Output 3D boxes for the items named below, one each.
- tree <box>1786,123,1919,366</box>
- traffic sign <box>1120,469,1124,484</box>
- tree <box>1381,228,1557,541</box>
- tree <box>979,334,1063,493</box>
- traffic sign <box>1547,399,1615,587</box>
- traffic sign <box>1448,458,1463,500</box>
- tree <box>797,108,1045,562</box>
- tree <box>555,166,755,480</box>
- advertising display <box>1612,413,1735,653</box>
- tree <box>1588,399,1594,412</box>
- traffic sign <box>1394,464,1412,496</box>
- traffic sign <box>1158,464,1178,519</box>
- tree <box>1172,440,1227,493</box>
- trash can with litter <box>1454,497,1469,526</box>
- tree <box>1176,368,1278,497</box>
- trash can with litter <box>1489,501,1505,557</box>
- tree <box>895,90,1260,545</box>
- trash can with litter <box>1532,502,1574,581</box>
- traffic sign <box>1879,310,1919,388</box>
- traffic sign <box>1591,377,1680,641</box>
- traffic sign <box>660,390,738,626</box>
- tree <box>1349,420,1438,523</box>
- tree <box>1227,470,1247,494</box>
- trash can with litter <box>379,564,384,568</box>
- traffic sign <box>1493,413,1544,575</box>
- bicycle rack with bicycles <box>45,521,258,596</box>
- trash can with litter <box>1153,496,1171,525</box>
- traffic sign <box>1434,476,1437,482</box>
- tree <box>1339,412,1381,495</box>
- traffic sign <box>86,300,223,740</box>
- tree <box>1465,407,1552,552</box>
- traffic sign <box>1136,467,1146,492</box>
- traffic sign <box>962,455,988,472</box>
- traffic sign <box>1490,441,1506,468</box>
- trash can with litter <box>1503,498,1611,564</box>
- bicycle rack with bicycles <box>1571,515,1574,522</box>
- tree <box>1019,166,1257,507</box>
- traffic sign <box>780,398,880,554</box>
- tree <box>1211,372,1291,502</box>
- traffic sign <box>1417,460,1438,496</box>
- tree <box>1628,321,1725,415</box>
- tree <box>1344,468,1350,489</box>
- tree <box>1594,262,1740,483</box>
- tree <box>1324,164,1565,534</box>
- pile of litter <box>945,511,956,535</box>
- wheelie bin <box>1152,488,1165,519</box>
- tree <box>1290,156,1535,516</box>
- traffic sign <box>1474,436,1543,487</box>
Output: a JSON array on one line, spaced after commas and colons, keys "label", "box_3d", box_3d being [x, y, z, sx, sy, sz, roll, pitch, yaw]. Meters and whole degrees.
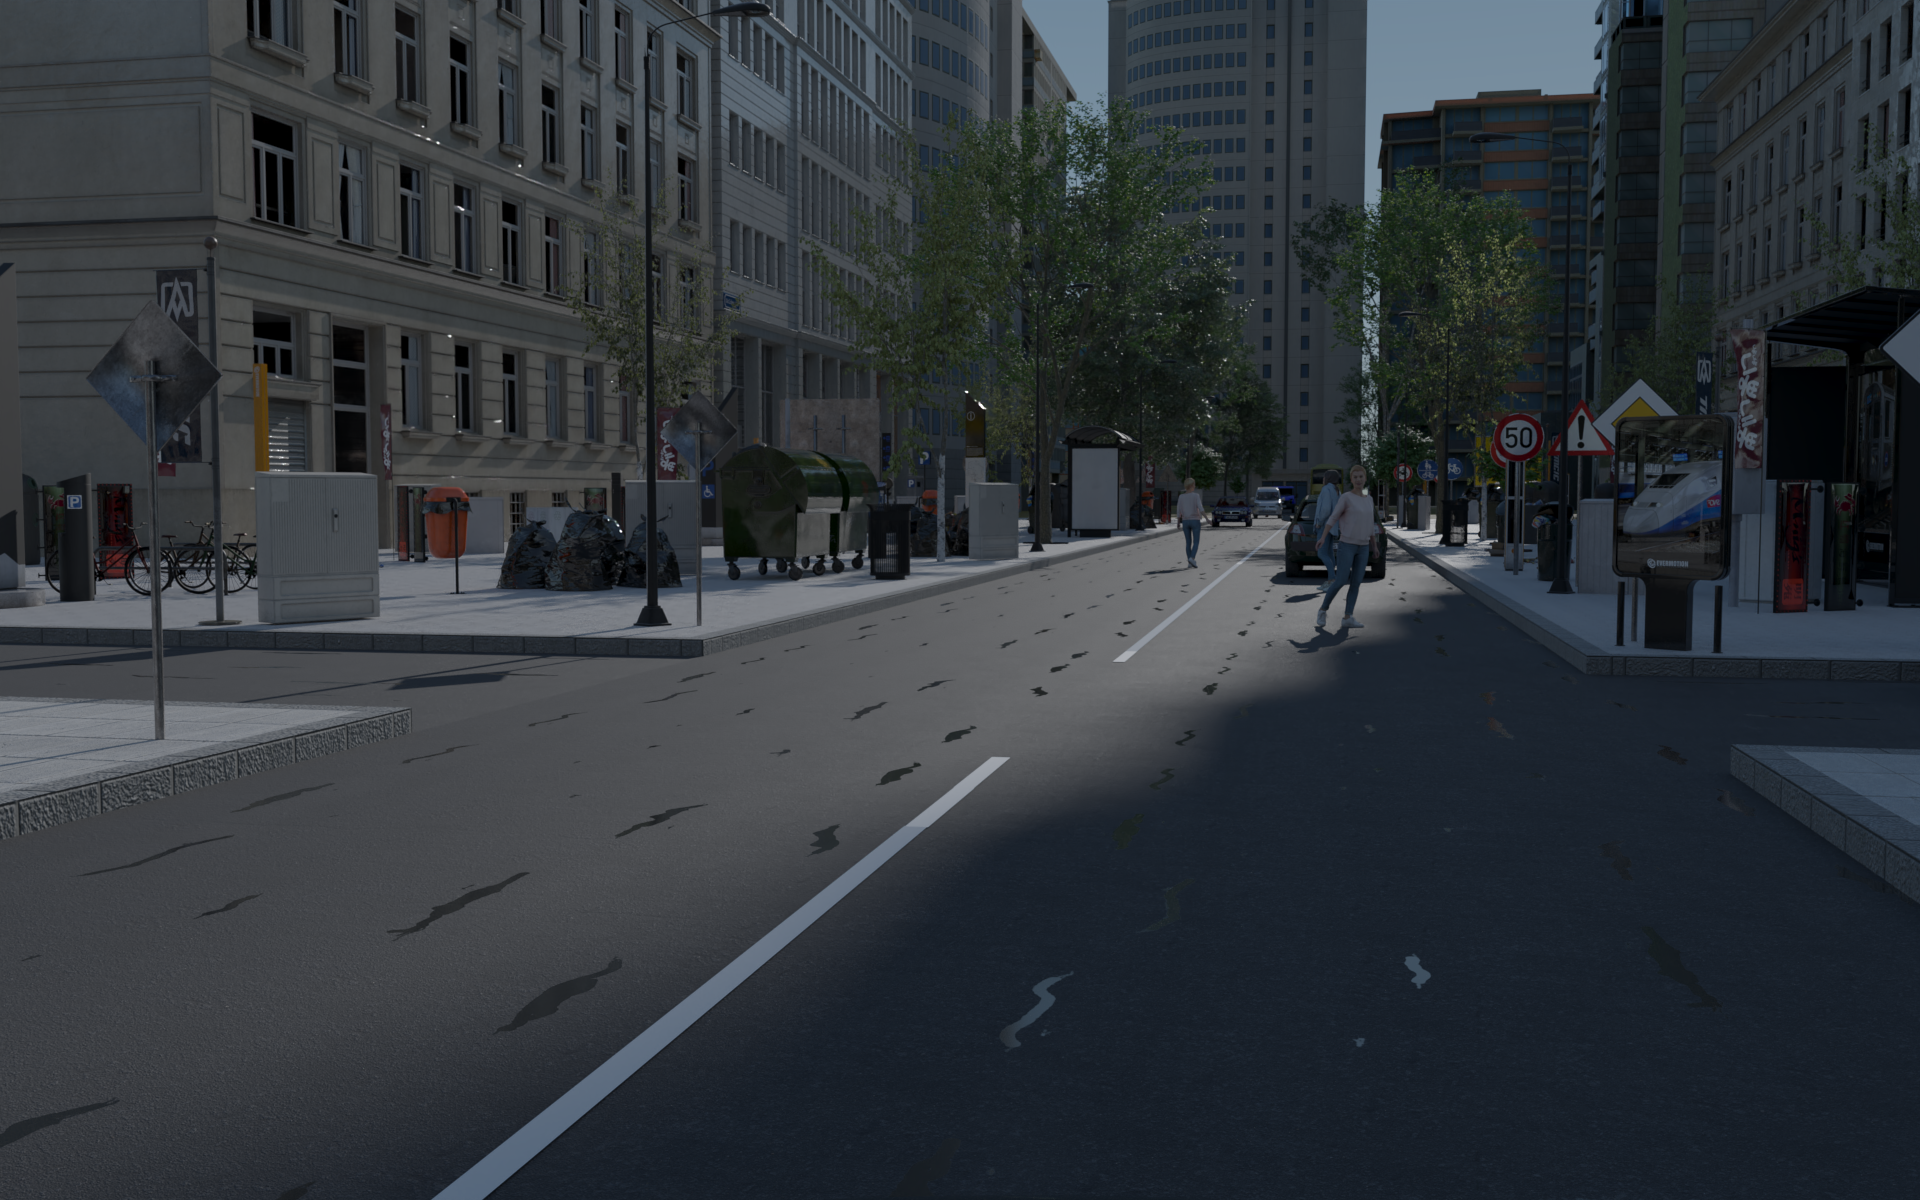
[{"label": "tree", "box_3d": [18.358, -5.073, 33.300, 4.737, 8.622, 4.395, 0, 3, 0]}, {"label": "traffic sign", "box_3d": [7.985, -5.304, 86.833, 0.768, 2.556, 0.104, 1, 4, 16]}, {"label": "tree", "box_3d": [14.178, -5.937, 47.427, 4.360, 8.622, 3.978, 0, 3, 0]}, {"label": "tree", "box_3d": [2.923, -7.768, 77.369, 4.360, 8.622, 3.978, 0, 3, 0]}, {"label": "traffic sign", "box_3d": [8.550, -1.462, 23.900, 0.884, 2.594, 0.081, 1, 4, 15]}, {"label": "traffic sign", "box_3d": [17.392, -3.744, 61.312, 0.768, 2.556, 0.104, 1, 4, 13]}, {"label": "tree", "box_3d": [-0.589, -5.033, 32.660, 4.737, 8.622, 4.395, 0, 3, 0]}, {"label": "tree", "box_3d": [-7.141, -5.468, 39.772, 4.360, 8.622, 3.978, 0, 3, 0]}, {"label": "advertising display", "box_3d": [5.846, -0.552, 14.245, 0.123, 1.923, 0.974, -3, 4, -39]}, {"label": "tree", "box_3d": [30.870, -7.834, 78.442, 4.737, 8.622, 4.395, 0, 3, 0]}, {"label": "traffic sign", "box_3d": [18.557, -4.433, 72.591, 0.768, 2.556, 0.104, 1, 4, 16]}, {"label": "traffic sign", "box_3d": [8.965, -4.573, 74.774, 0.884, 2.594, 0.081, 1, 4, 17]}, {"label": "tree", "box_3d": [14.574, -7.412, 104.893, 4.285, 4.588, 4.351, 0, 3, 0]}, {"label": "trash can with litter", "box_3d": [19.920, -3.541, 69.289, 0.624, 1.170, 1.055, 0, 4, -8]}, {"label": "tree", "box_3d": [18.380, -11.414, 121.031, 8.767, 10.594, 7.601, 2, 4, 35]}, {"label": "trash can with litter", "box_3d": [11.317, -1.489, 35.736, 0.624, 1.170, 1.055, 2, 4, 33]}, {"label": "tree", "box_3d": [2.353, -7.251, 44.303, 9.928, 11.665, 9.643, 0, 3, 0]}, {"label": "trash can with litter", "box_3d": [8.766, -0.880, 25.781, 0.624, 1.170, 1.055, 1, 4, 10]}, {"label": "traffic sign", "box_3d": [4.225, -0.218, 7.213, 0.795, 2.450, 0.064, 1, 4, 12]}, {"label": "traffic sign", "box_3d": [5.870, -0.696, 15.028, 0.795, 2.450, 0.064, 1, 4, 12]}, {"label": "traffic sign", "box_3d": [-2.537, -0.805, 16.811, 0.795, 2.450, 0.064, 1, 4, 12]}, {"label": "tree", "box_3d": [19.430, -5.646, 76.021, 4.285, 4.588, 4.351, 0, 3, 0]}, {"label": "tree", "box_3d": [22.613, -8.925, 140.531, 1.663, 3.219, 1.824, 0, 3, 0]}, {"label": "trash can with litter", "box_3d": [-10.807, -1.146, 29.790, 1.678, 1.210, 2.233, -1, 4, -15]}, {"label": "traffic sign", "box_3d": [8.803, -1.666, 27.353, 0.768, 2.556, 0.104, 1, 4, 13]}, {"label": "bicycle rack with bicycles", "box_3d": [-9.923, -0.569, 22.678, 2.925, 0.926, 2.852, 0, 4, 7]}, {"label": "trash can with litter", "box_3d": [8.061, -3.812, 73.387, 1.678, 1.210, 2.233, -3, 4, -38]}, {"label": "traffic sign", "box_3d": [23.766, -5.227, 85.563, 0.768, 2.556, 0.104, 1, 4, 16]}, {"label": "tree", "box_3d": [35.473, -12.285, 151.222, 4.360, 8.622, 3.978, 0, 3, 0]}, {"label": "traffic sign", "box_3d": [-4.181, -0.327, 8.996, 0.795, 2.450, 0.064, 1, 4, 12]}, {"label": "tree", "box_3d": [12.352, -2.684, 38.492, 1.663, 3.219, 1.824, 0, 3, 0]}, {"label": "traffic sign", "box_3d": [8.721, -5.012, 81.949, 0.884, 2.594, 0.081, 1, 4, 21]}, {"label": "traffic sign", "box_3d": [0.421, -3.070, 50.296, 0.768, 2.556, 0.104, 1, 4, 18]}, {"label": "traffic sign", "box_3d": [11.003, -2.115, 34.684, 0.768, 2.556, 0.104, 1, 4, 17]}, {"label": "trash can with litter", "box_3d": [11.108, -1.301, 32.330, 2.233, 1.210, 1.678, 0, 4, 1]}, {"label": "bicycle rack with bicycles", "box_3d": [25.076, -3.834, 76.062, 2.852, 0.926, 2.925, -1, 4, -19]}, {"label": "tree", "box_3d": [6.573, -9.782, 66.591, 9.857, 13.997, 8.962, 0, 3, 0]}, {"label": "traffic sign", "box_3d": [-2.802, -2.642, 37.069, 2.265, 3.308, 0.079, 1, 4, 16]}, {"label": "tree", "box_3d": [27.274, -14.887, 161.526, 7.486, 12.596, 7.792, 0, 3, 0]}, {"label": "traffic sign", "box_3d": [17.270, -3.905, 63.953, 0.768, 2.556, 0.104, 1, 4, 17]}, {"label": "tree", "box_3d": [30.098, -7.474, 72.564, 4.360, 8.622, 3.978, 0, 3, 0]}, {"label": "tree", "box_3d": [36.538, -10.673, 158.213, 4.285, 4.588, 4.351, 0, 3, 0]}, {"label": "tree", "box_3d": [23.009, -6.435, 55.569, 4.737, 8.622, 4.395, 0, 3, 0]}, {"label": "tree", "box_3d": [15.369, -7.942, 55.612, 9.928, 11.665, 9.643, 0, 3, 0]}, {"label": "pile of litter", "box_3d": [-0.440, -1.808, 43.531, 1.719, 0.858, 1.176, -2, 4, -29]}, {"label": "wheelie bin", "box_3d": [10.147, -4.925, 88.436, 0.980, 1.594, 0.693, 3, 5, 44]}, {"label": "tree", "box_3d": [25.354, -14.772, 97.417, 12.611, 20.169, 13.585, 0, 3, 0]}, {"label": "traffic sign", "box_3d": [19.011, -4.049, 60.071, 2.265, 3.308, 0.079, 1, 4, 18]}]
